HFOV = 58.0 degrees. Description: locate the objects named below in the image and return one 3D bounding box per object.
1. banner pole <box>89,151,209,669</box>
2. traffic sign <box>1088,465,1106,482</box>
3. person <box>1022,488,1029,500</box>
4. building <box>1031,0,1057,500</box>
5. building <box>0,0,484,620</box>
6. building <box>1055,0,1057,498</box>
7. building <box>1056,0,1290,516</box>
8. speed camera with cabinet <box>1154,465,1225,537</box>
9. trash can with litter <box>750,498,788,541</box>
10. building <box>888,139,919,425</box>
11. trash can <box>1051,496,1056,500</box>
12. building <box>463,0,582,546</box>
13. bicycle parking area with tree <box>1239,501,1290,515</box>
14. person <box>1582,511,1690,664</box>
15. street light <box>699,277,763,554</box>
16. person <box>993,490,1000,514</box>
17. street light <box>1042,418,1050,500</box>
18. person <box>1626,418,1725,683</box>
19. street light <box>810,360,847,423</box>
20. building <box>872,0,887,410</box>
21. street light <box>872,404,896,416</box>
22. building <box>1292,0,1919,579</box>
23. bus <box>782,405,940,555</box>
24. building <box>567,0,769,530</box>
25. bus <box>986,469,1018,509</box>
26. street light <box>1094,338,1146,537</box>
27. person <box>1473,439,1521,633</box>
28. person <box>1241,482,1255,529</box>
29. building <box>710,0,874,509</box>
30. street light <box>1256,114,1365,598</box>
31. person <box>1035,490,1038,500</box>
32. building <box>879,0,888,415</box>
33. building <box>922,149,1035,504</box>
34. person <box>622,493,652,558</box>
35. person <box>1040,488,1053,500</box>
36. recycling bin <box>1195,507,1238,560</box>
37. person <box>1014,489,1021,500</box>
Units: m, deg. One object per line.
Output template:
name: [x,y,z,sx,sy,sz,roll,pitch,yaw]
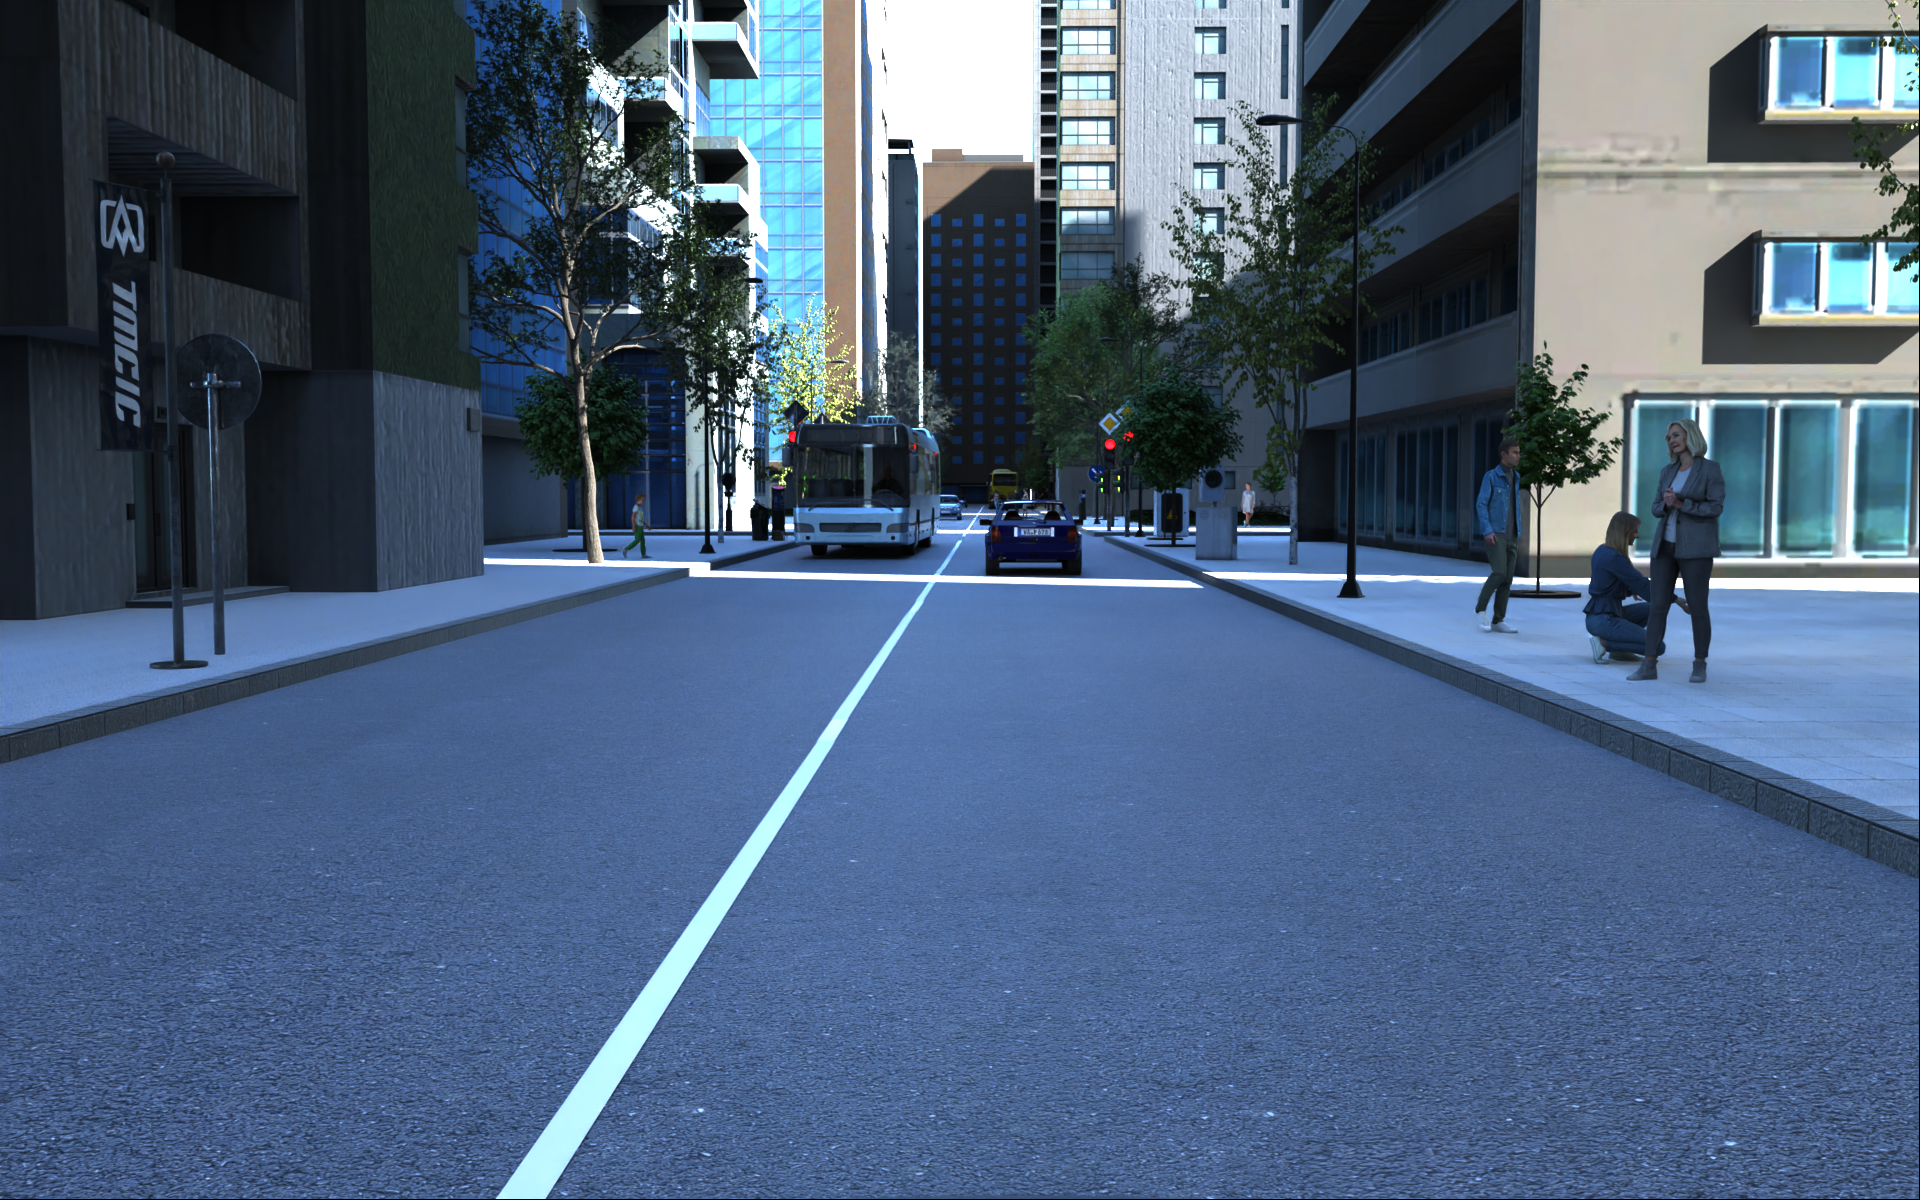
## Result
banner pole: [-5.893,-1.378,12.544,0.401,3.779,0.863,2,4,23]
traffic sign: [5.927,-4.578,74.953,0.768,2.556,0.104,1,4,9]
person: [3.495,-5.198,93.820,0.374,1.781,0.599,-1,4,-13]
building: [19.916,-48.388,229.391,20.611,71.187,20.563,0,4,1]
building: [-14.665,-15.170,19.728,14.160,30.474,14.107,0,4,1]
building: [21.222,-39.818,193.031,21.231,58.520,28.212,0,4,1]
building: [12.838,-25.779,105.084,14.154,41.232,14.086,0,4,1]
speed camera with cabinet: [6.886,-3.531,52.060,2.038,3.252,0.660,0,4,-4]
trash can with litter: [-5.261,-2.222,47.711,1.055,1.170,0.624,0,4,-1]
building: [-11.795,-31.666,201.336,14.086,41.232,14.154,0,4,1]
trash can: [6.431,-6.376,115.904,0.748,1.137,0.748,0,3,0]
building: [-18.463,-24.068,43.630,14.200,45.320,14.600,0,4,1]
bicycle parking area with tree: [18.898,-6.469,92.777,9.016,4.147,8.231,2,4,34]
person: [5.135,-0.103,13.228,0.738,1.151,1.012,1,4,13]
street light: [-4.922,-3.960,37.280,1.470,5.913,1.316,0,4,1]
person: [2.735,-7.217,127.338,0.643,1.720,0.563,2,4,30]
street light: [5.789,-8.091,104.829,1.470,5.913,1.316,0,4,1]
person: [4.917,-0.341,11.797,0.526,1.800,0.537,-2,4,-24]
street light: [-4.600,-5.351,60.026,1.470,5.913,1.316,0,4,1]
building: [-20.352,-34.212,148.603,28.713,52.752,27.495,0,4,1]
street light: [-4.016,-7.178,89.893,1.470,5.913,1.316,0,4,1]
building: [19.506,-25.167,35.182,21.300,48.544,21.600,0,4,1]
bus: [-2.134,-2.966,43.358,2.948,3.499,13.247,0,4,2]
building: [-19.680,-46.634,75.137,22.319,86.520,31.000,0,4,1]
bus: [4.199,-10.956,170.669,2.896,3.916,12.252,0,4,-1]
street light: [4.841,-4.834,51.577,1.470,5.913,1.316,0,4,1]
person: [4.974,-0.587,15.988,0.601,1.785,0.444,-2,4,-27]
person: [10.743,-3.541,64.695,0.466,1.731,0.760,-1,4,-17]
building: [-12.753,-27.933,106.816,14.600,45.320,14.200,0,4,1]
street light: [4.319,-2.986,21.364,1.470,5.913,1.316,0,4,1]
person: [7.487,-9.992,170.329,0.530,1.710,0.541,1,4,23]
building: [-15.440,-44.900,172.363,20.563,71.187,20.611,0,4,1]
building: [2.458,-35.312,227.461,14.200,45.320,14.600,0,4,1]
person: [-6.457,-1.486,34.585,0.590,1.304,0.306,-1,4,-12]
person: [7.650,-8.950,152.389,1.348,1.822,0.705,0,4,-4]
recycling bin: [5.043,-1.314,34.033,0.722,1.027,0.722,1,4,18]
person: [4.251,-7.310,128.439,0.534,1.772,0.576,2,4,32]
